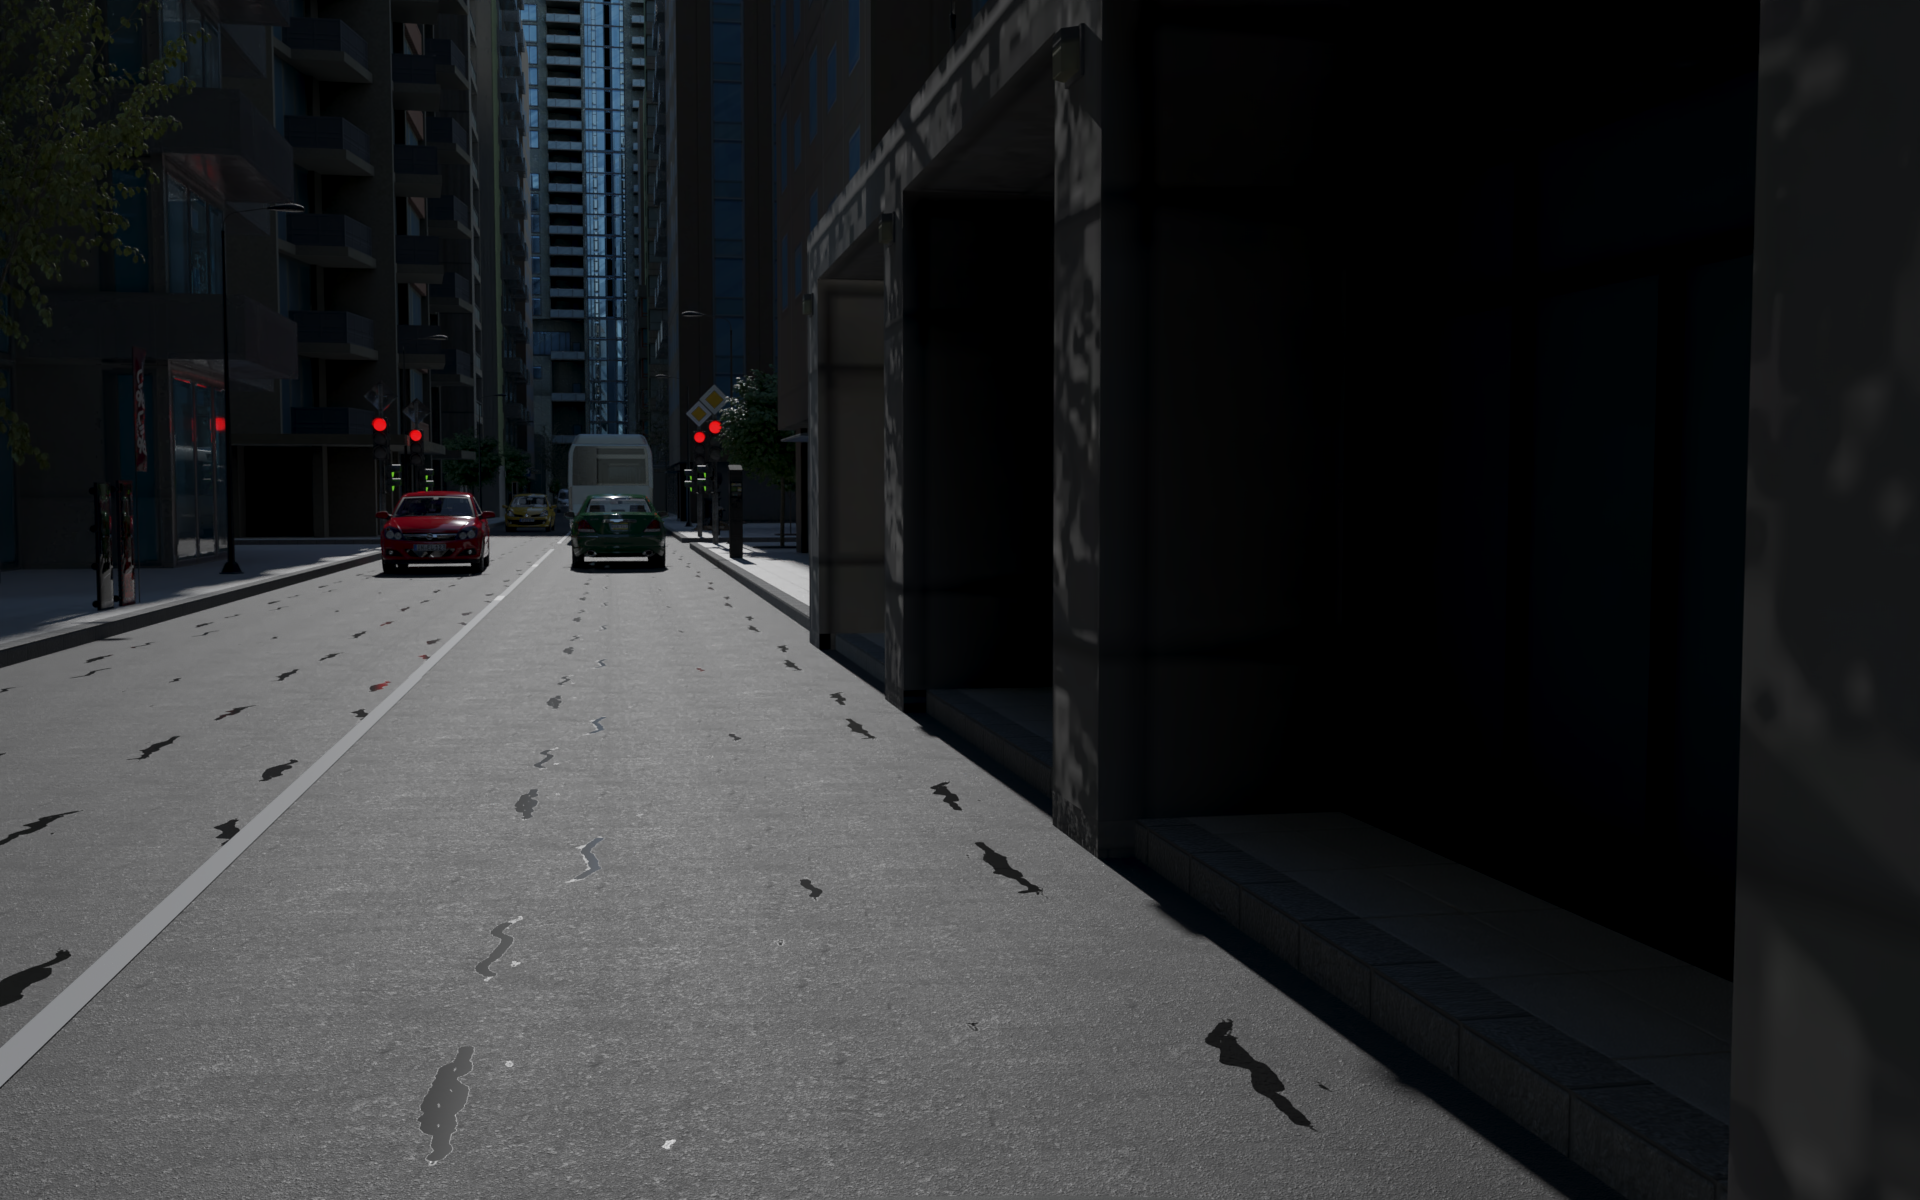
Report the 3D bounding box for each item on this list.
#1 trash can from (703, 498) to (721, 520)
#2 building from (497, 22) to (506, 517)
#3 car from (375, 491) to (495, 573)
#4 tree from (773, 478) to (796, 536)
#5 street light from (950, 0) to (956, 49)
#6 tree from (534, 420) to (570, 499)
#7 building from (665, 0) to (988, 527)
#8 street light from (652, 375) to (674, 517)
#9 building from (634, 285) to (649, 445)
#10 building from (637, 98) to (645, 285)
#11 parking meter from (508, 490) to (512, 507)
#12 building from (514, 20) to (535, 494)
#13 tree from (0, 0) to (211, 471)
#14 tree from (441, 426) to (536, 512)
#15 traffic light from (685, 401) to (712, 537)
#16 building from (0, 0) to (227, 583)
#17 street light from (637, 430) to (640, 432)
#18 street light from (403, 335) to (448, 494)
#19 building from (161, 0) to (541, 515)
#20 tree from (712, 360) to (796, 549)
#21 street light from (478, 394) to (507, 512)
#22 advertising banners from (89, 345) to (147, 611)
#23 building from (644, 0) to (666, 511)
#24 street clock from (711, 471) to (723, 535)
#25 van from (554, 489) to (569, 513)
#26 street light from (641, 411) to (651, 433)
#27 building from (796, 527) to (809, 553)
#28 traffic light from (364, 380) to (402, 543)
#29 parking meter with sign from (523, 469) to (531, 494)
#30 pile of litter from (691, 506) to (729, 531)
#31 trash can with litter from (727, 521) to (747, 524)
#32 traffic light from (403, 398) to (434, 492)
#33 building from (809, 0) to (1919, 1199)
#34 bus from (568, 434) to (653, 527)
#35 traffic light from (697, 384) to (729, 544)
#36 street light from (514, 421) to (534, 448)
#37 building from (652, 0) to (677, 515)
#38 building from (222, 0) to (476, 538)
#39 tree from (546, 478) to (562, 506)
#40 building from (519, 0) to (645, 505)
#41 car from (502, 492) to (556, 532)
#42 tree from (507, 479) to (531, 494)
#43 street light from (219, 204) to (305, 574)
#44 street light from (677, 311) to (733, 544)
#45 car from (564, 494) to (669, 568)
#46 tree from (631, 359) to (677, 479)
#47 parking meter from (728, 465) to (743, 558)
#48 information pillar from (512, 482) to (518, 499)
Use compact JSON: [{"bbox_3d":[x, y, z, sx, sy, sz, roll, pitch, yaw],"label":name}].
[{"bbox_3d":[-9.654,-3.419,67.547,0.748,1.137,0.748,0,3,0],"label":"trash can"},{"bbox_3d":[-31.772,-24.895,90.635,14.154,41.232,14.086,-1,4,-11],"label":"building"},{"bbox_3d":[-9.917,-1.458,32.887,2.155,1.783,4.494,-1,4,-13],"label":"car"},{"bbox_3d":[-5.351,-3.624,53.855,1.663,3.219,1.824,0,3,0],"label":"tree"},{"bbox_3d":[-0.594,-2.608,15.181,1.470,5.913,1.316,-1,4,-11],"label":"street light"},{"bbox_3d":[-41.139,-13.681,174.041,4.360,8.622,3.978,0,3,0],"label":"tree"},{"bbox_3d":[-6.758,-26.423,82.123,14.600,45.320,14.200,-1,4,-11],"label":"building"},{"bbox_3d":[-11.168,-5.820,67.699,1.470,5.913,1.316,-1,4,-11],"label":"street light"},{"bbox_3d":[-15.822,-19.272,160.134,27.650,21.520,28.899,-1,4,-11],"label":"building"},{"bbox_3d":[-28.734,-33.248,193.709,14.600,45.320,14.200,-1,4,-11],"label":"building"},{"bbox_3d":[-29.871,-6.709,115.409,0.399,1.863,0.255,1,4,19],"label":"parking meter"},{"bbox_3d":[-46.938,-31.173,159.786,14.600,45.320,14.200,-1,4,-11],"label":"building"},{"bbox_3d":[-9.620,-4.041,16.426,4.737,8.622,4.395,0,3,0],"label":"tree"},{"bbox_3d":[-23.474,-6.083,83.165,4.285,4.588,4.351,0,3,0],"label":"tree"},{"bbox_3d":[-7.870,-3.869,52.176,0.839,4.253,0.868,-1,4,-11],"label":"traffic light"},{"bbox_3d":[-27.289,-24.848,25.871,30.456,49.044,23.786,-1,4,-11],"label":"building"},{"bbox_3d":[-22.831,-9.375,125.825,1.470,5.913,1.316,-1,4,-11],"label":"street light"},{"bbox_3d":[-15.678,-4.782,50.727,1.470,5.913,1.316,-1,4,-11],"label":"street light"},{"bbox_3d":[-45.860,-31.607,136.382,23.786,49.044,30.456,-1,4,-11],"label":"building"},{"bbox_3d":[-4.214,-3.513,41.156,4.285,4.588,4.351,0,3,0],"label":"tree"},{"bbox_3d":[-21.684,-6.588,80.262,1.470,5.913,1.316,-1,4,-11],"label":"street light"},{"bbox_3d":[-9.609,-1.448,19.869,0.090,3.025,2.074,-1,4,-9],"label":"advertising banners"},{"bbox_3d":[-17.739,-27.741,137.164,14.154,41.232,14.086,-1,4,-11],"label":"building"},{"bbox_3d":[-7.585,-3.011,53.803,0.358,2.002,0.471,-3,5,-39],"label":"street clock"},{"bbox_3d":[-30.395,-7.783,134.258,2.013,2.044,4.112,-1,4,-12],"label":"van"},{"bbox_3d":[-16.985,-7.606,96.902,1.470,5.913,1.316,-1,4,-11],"label":"street light"},{"bbox_3d":[4.108,-23.345,31.805,14.600,45.320,14.200,-1,4,-11],"label":"building"},{"bbox_3d":[-14.243,-3.292,42.737,0.839,4.253,0.868,-1,4,-11],"label":"traffic light"},{"bbox_3d":[-30.206,-7.558,119.830,0.543,3.016,1.738,-2,4,-30],"label":"parking meter with sign"},{"bbox_3d":[-8.596,-2.879,61.030,1.719,0.858,1.176,2,4,24],"label":"pile of litter"},{"bbox_3d":[-10.049,-3.859,74.157,2.233,1.210,1.678,-1,4,-22],"label":"trash can with litter"},{"bbox_3d":[-15.819,-3.770,50.566,0.839,4.253,0.868,-1,4,-11],"label":"traffic light"},{"bbox_3d":[10.578,-34.752,6.448,20.563,71.187,20.611,-1,4,-11],"label":"building"},{"bbox_3d":[-11.995,-3.972,59.796,2.948,3.499,13.247,-1,4,-11],"label":"bus"},{"bbox_3d":[-6.294,-3.390,44.347,0.839,4.253,0.868,-1,4,-11],"label":"traffic light"},{"bbox_3d":[-27.612,-8.379,109.533,1.470,5.913,1.316,-1,4,-11],"label":"street light"},{"bbox_3d":[-8.469,-30.149,112.542,23.786,49.044,30.456,-1,4,-11],"label":"building"},{"bbox_3d":[-29.410,-24.854,60.992,22.147,44.769,28.867,-1,4,-11],"label":"building"},{"bbox_3d":[-45.498,-12.321,196.044,1.663,3.219,1.824,0,3,0],"label":"tree"},{"bbox_3d":[-45.931,-55.231,215.695,31.000,86.520,22.319,-1,4,-11],"label":"building"},{"bbox_3d":[-16.530,-3.451,66.643,2.015,1.641,3.980,-1,4,-10],"label":"car"},{"bbox_3d":[-29.123,-7.301,113.978,1.663,3.219,1.824,0,3,0],"label":"tree"},{"bbox_3d":[-11.186,-3.379,27.781,1.470,5.913,1.316,-1,4,-11],"label":"street light"},{"bbox_3d":[-6.382,-4.390,44.317,1.470,5.913,1.316,-1,4,-11],"label":"street light"},{"bbox_3d":[-6.981,-1.435,35.268,2.131,1.459,4.920,-1,4,-12],"label":"car"},{"bbox_3d":[-15.248,-8.715,92.851,4.360,8.622,3.978,0,3,0],"label":"tree"},{"bbox_3d":[-4.494,-1.774,34.710,0.255,1.863,0.399,-1,4,-12],"label":"parking meter"},{"bbox_3d":[-26.347,-6.002,102.623,0.304,2.012,0.304,0,4,-3],"label":"information pillar"}]
